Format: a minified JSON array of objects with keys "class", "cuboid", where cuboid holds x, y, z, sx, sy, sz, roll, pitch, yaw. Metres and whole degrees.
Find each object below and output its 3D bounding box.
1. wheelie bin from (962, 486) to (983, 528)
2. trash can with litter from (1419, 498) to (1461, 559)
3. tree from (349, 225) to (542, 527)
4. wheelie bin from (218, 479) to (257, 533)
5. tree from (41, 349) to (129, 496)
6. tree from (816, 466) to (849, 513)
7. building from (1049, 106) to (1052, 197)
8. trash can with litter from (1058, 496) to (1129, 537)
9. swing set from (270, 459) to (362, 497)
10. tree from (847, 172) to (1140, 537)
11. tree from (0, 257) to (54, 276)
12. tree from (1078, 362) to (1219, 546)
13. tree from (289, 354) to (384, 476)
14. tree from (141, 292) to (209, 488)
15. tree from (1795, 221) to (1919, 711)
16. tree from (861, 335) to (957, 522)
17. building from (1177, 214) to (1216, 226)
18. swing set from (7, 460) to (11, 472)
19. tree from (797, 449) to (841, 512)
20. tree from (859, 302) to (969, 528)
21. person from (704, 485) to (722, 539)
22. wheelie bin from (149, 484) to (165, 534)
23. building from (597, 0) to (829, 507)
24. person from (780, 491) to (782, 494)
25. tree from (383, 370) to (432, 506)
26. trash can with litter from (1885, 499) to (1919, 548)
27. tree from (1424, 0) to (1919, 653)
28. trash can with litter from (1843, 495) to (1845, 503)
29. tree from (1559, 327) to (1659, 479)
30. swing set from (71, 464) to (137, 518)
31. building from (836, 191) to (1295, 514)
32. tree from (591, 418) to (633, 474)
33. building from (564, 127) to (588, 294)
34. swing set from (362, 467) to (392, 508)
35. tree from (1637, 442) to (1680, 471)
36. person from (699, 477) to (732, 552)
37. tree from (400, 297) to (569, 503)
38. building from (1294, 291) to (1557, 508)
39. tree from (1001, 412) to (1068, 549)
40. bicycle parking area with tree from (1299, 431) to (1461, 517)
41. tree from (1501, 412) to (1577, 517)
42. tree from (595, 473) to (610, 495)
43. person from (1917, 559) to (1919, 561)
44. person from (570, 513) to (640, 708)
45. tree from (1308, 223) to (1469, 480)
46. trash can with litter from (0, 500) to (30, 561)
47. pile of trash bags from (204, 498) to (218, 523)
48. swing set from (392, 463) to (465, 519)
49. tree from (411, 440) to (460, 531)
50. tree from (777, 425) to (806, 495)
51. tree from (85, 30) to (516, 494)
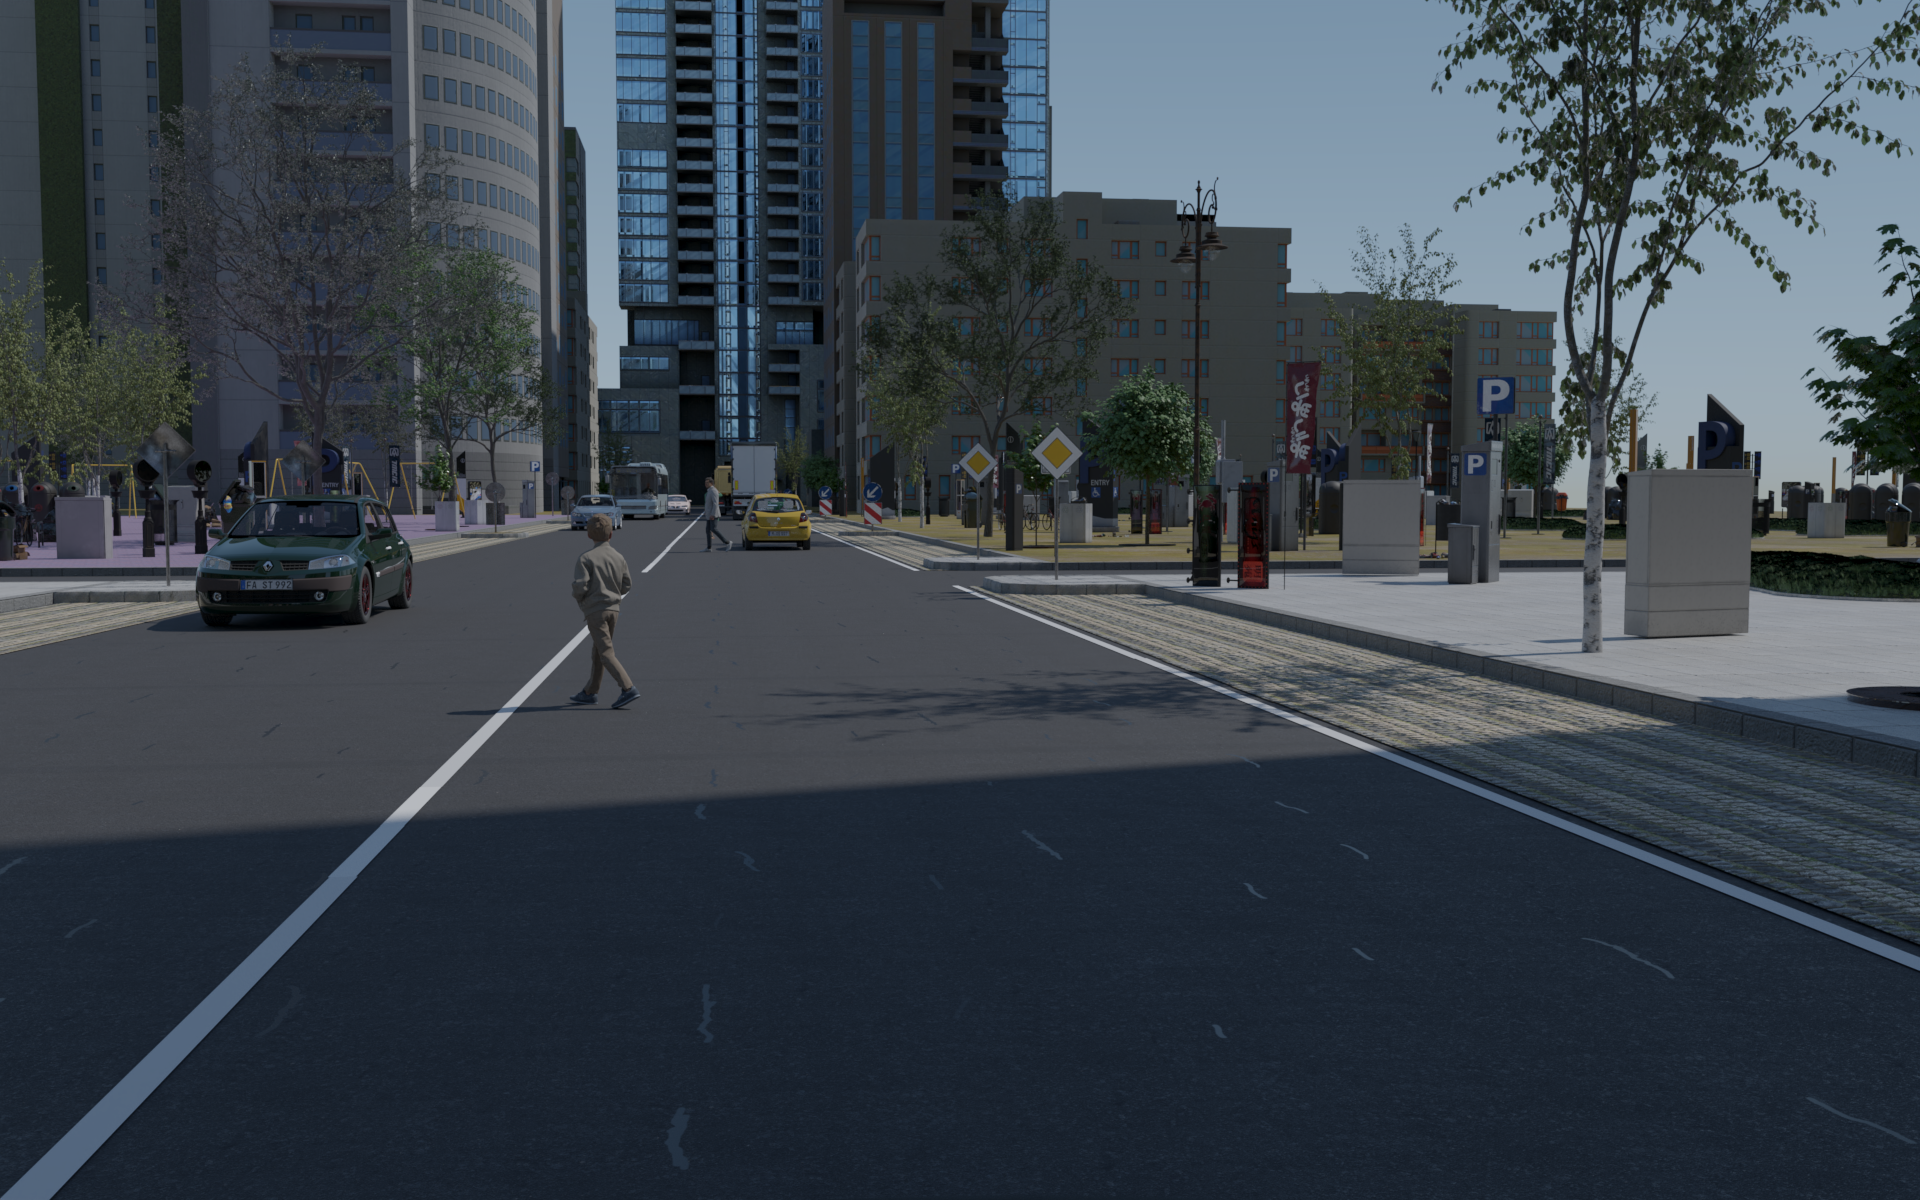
[{"class":"wheelie bin","cuboid":[0.462,-3.505,65.216,0.693,1.594,0.980,-1,4,-19]},{"class":"trash can with litter","cuboid":[9.461,-1.464,34.991,2.233,1.210,1.678,1,4,9]},{"class":"tree","cuboid":[-19.911,-8.651,67.194,9.928,11.665,9.643,0,3,0]},{"class":"wheelie bin","cuboid":[-15.618,-1.808,37.476,0.693,1.594,0.980,-1,4,-12]},{"class":"tree","cuboid":[-43.548,-8.339,86.705,4.360,8.622,3.978,0,3,0]},{"class":"tree","cuboid":[-8.537,-7.472,116.774,1.663,3.219,1.824,0,3,0]},{"class":"building","cuboid":[-1.460,-35.599,205.748,21.600,48.544,21.300,0,4,-8]},{"class":"trash can with litter","cuboid":[3.969,-2.490,51.771,2.233,1.210,1.678,0,4,-3]},{"class":"swing set","cuboid":[-28.728,-4.845,76.830,3.119,2.851,2.862,0,4,1]},{"class":"tree","cuboid":[0.843,-7.142,51.183,8.767,10.594,7.601,0,4,-4]},{"class":"tree","cuboid":[-28.840,-6.306,53.471,4.737,8.622,4.395,0,3,0]},{"class":"tree","cuboid":[4.724,-3.626,43.005,4.285,4.588,4.351,0,3,0]},{"class":"tree","cuboid":[-33.215,-8.568,90.449,4.360,8.622,3.978,0,3,0]},{"class":"tree","cuboid":[-29.179,-6.840,62.192,4.737,8.622,4.395,0,3,0]},{"class":"tree","cuboid":[6.024,-0.982,10.654,1.663,3.219,1.824,0,3,0]},{"class":"tree","cuboid":[-2.559,-7.903,79.570,4.360,8.622,3.978,0,3,0]},{"class":"building","cuboid":[17.913,-24.959,179.788,14.107,30.474,14.160,0,4,-8]},{"class":"swing set","cuboid":[-44.315,-5.035,79.946,3.119,2.851,2.862,0,4,5]},{"class":"tree","cuboid":[-10.247,-8.721,126.303,4.285,4.588,4.351,0,3,0]},{"class":"tree","cuboid":[-1.677,-7.026,65.246,4.737,8.622,4.395,0,3,0]},{"class":"person","cuboid":[-7.968,-2.858,55.475,0.600,1.795,0.529,1,4,20]},{"class":"wheelie bin","cuboid":[-25.923,-2.941,55.987,0.693,1.594,0.980,0,4,-1]},{"class":"building","cuboid":[-27.711,-54.351,201.315,31.000,86.520,22.319,0,4,-8]},{"class":"person","cuboid":[-16.115,-8.965,155.631,0.434,1.755,0.990,-3,4,-38]},{"class":"tree","cuboid":[-32.309,-9.027,97.953,4.360,8.622,3.978,0,3,0]},{"class":"trash can with litter","cuboid":[22.923,-1.861,41.807,1.055,1.170,0.624,2,4,32]},{"class":"tree","cuboid":[5.373,-3.882,13.841,4.360,8.622,3.978,0,3,0]},{"class":"trash can with litter","cuboid":[47.027,-4.926,91.591,1.678,1.210,2.233,-2,4,-27]},{"class":"tree","cuboid":[28.212,-7.682,75.962,4.737,8.622,4.395,0,3,0]},{"class":"swing set","cuboid":[-45.494,-5.784,92.184,3.119,2.851,2.862,-2,4,-32]},{"class":"building","cuboid":[5.849,-17.132,125.151,27.650,21.520,28.899,0,4,-8]},{"class":"tree","cuboid":[-32.832,-13.084,164.287,4.737,8.622,4.395,0,3,0]},{"class":"building","cuboid":[-49.430,-31.288,195.161,14.086,41.232,14.154,0,4,-8]},{"class":"swing set","cuboid":[-29.918,-5.357,85.212,2.862,2.851,3.119,0,4,-5]},{"class":"tree","cuboid":[26.163,-4.296,64.843,1.663,3.219,1.824,0,3,0]},{"class":"person","cuboid":[-6.034,-2.103,42.738,0.795,1.843,0.661,-1,4,-16]},{"class":"tree","cuboid":[-20.580,-8.634,75.573,7.601,10.594,8.767,0,4,-4]},{"class":"building","cuboid":[40.207,-20.227,175.758,28.899,21.520,27.650,0,4,-8]},{"class":"tree","cuboid":[1.766,-2.848,41.168,1.663,3.219,1.824,0,3,0]},{"class":"bicycle parking area with tree","cuboid":[19.688,-5.768,81.304,9.016,4.147,8.231,0,4,-8]},{"class":"tree","cuboid":[23.152,-5.268,69.840,4.285,4.588,4.351,0,3,0]},{"class":"tree","cuboid":[-32.004,-9.838,155.452,1.663,3.219,1.824,0,3,0]},{"class":"person","cuboid":[18.557,-1.464,33.114,0.598,1.740,0.731,-1,4,-22]},{"class":"person","cuboid":[-2.416,0.070,11.636,0.640,1.303,0.475,2,4,26]},{"class":"tree","cuboid":[11.602,-5.870,46.339,4.737,8.622,4.395,0,3,0]},{"class":"trash can with litter","cuboid":[-18.476,-1.349,33.444,0.624,1.170,1.055,0,4,-2]},{"class":"pile of trash bags","cuboid":[-35.066,-4.165,77.845,3.447,1.369,1.912,1,4,18]},{"class":"swing set","cuboid":[-26.877,-5.453,86.776,3.119,2.851,2.862,1,4,12]},{"class":"tree","cuboid":[-18.342,-4.080,61.306,1.663,3.219,1.824,0,3,0]},{"class":"tree","cuboid":[-17.777,-14.340,184.828,4.737,8.622,4.395,0,3,0]},{"class":"tree","cuboid":[-17.175,-8.297,46.020,12.009,13.543,11.850,0,3,0]}]
